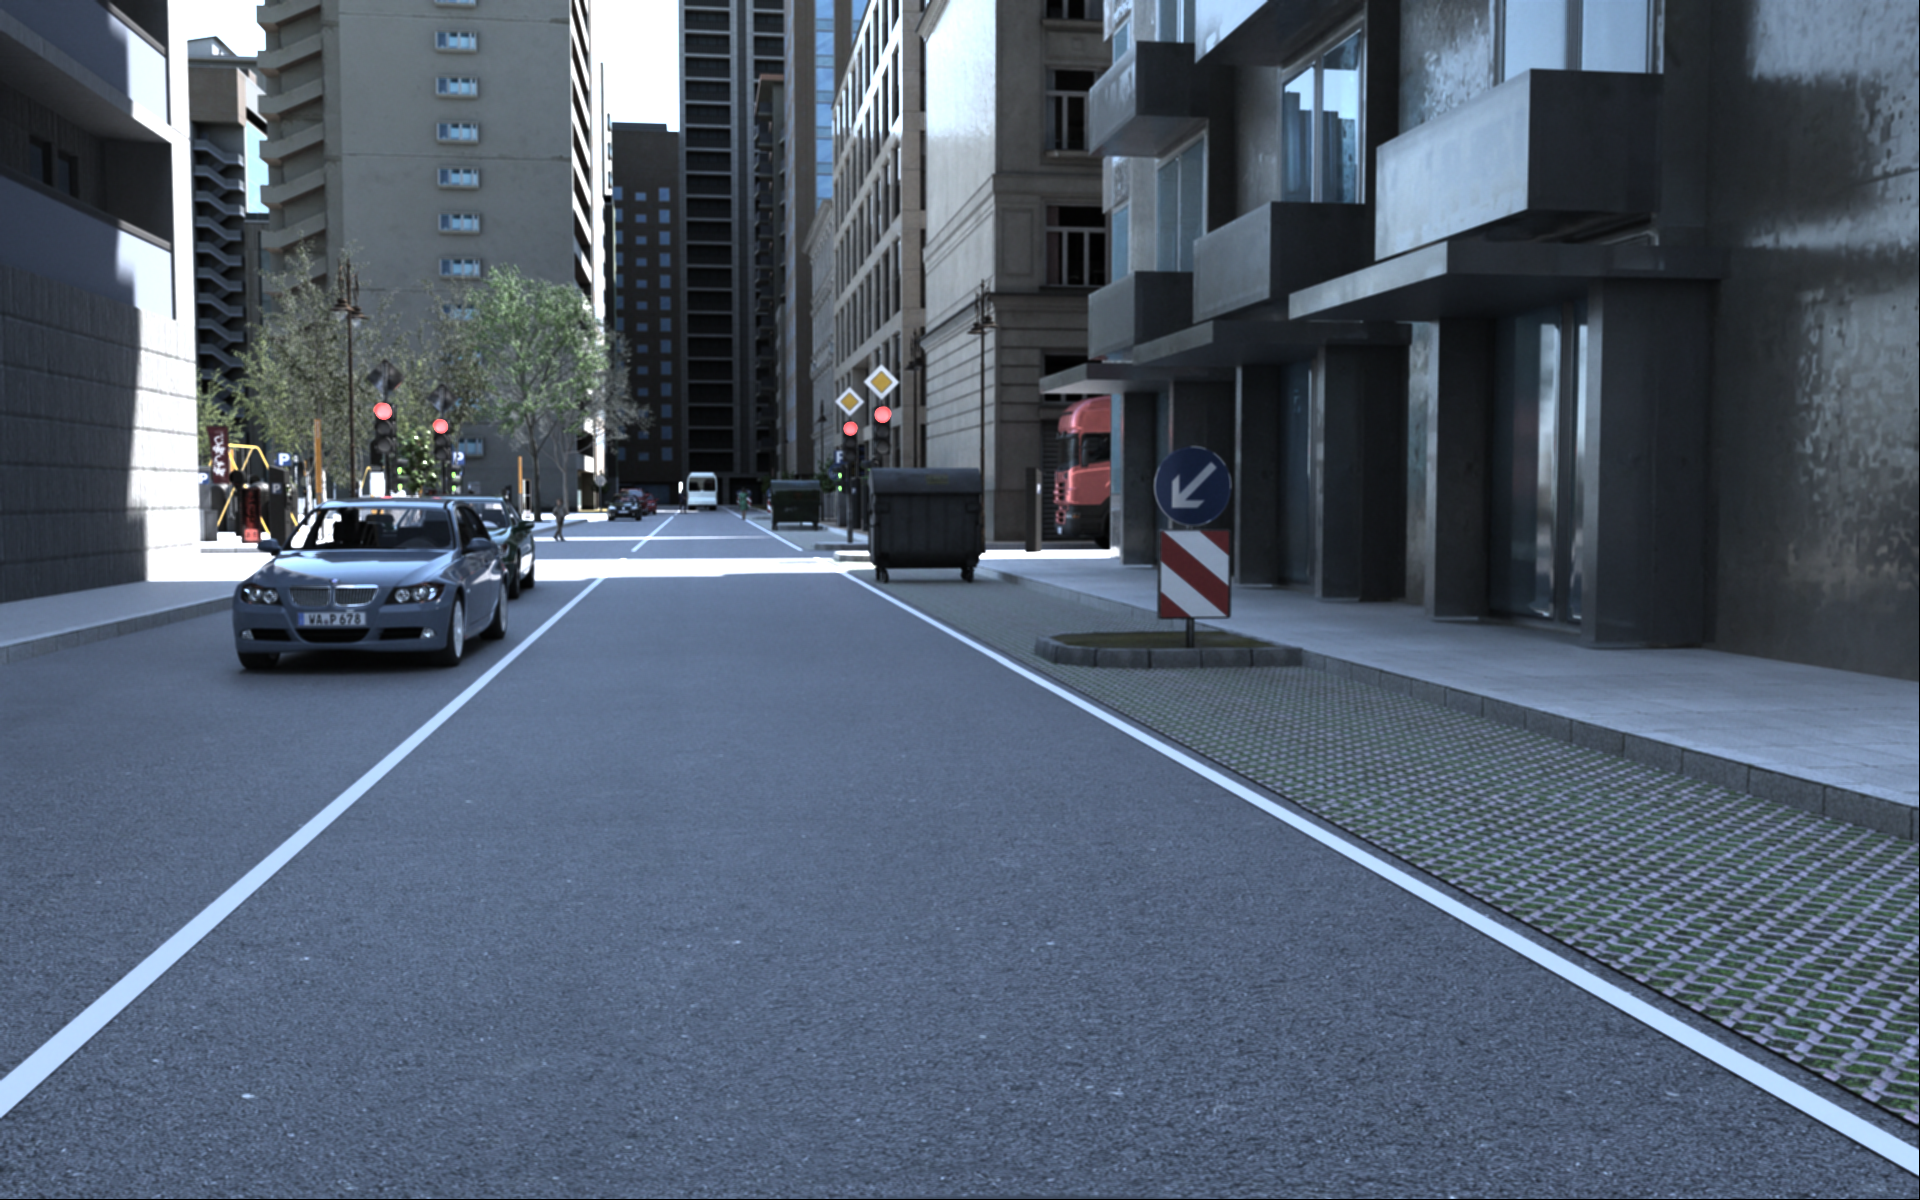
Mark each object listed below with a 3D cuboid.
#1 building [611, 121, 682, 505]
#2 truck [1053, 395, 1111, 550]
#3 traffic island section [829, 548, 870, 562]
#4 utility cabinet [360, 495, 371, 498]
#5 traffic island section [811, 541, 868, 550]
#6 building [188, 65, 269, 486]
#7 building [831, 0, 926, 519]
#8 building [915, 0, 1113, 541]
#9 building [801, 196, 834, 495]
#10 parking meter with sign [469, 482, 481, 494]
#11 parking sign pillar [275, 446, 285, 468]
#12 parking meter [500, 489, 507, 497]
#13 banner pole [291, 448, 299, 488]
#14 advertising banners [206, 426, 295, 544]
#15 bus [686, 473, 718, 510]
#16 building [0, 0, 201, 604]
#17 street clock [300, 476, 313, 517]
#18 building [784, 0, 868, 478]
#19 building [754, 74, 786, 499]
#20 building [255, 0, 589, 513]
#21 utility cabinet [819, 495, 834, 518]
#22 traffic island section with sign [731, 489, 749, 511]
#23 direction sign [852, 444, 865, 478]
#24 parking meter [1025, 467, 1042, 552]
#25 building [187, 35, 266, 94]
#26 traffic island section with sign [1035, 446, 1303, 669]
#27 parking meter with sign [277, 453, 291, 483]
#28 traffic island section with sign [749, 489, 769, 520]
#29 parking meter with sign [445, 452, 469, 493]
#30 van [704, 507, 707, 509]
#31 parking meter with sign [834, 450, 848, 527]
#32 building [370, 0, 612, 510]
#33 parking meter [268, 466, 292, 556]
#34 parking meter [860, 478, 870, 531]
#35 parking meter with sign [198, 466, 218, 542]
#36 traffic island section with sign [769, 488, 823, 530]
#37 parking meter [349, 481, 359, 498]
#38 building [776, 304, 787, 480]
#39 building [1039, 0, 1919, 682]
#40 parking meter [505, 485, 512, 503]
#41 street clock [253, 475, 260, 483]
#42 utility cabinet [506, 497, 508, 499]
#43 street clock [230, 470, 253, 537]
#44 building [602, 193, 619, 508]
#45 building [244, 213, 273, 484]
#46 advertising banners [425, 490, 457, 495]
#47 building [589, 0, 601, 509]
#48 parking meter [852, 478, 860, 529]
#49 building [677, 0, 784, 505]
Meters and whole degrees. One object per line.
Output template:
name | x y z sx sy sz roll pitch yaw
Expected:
building | -40.681 -34.111 207.820 14.200 45.320 14.600 -1 4 -9
truck | 7.385 -3.328 43.332 11.283 4.237 2.839 0 4 -7
traffic island section | -1.674 -0.934 37.558 2.009 0.180 2.903 -1 4 -9
utility cabinet | -26.220 -4.043 77.266 1.020 1.237 0.306 1 4 9
traffic island section | -2.865 -1.417 45.454 2.009 0.180 2.903 -1 4 -9
building | -79.444 -32.304 178.277 14.200 45.320 14.600 -1 4 -9
building | 4.760 -17.089 83.918 19.350 26.468 34.151 -1 4 -9
building | 13.917 -13.596 55.573 30.059 22.955 16.112 -1 4 -9
building | -3.696 -16.790 110.675 11.583 22.565 21.152 -1 4 -9
parking meter with sign | -31.228 -7.048 111.495 1.738 3.016 0.543 -2 4 -33
parking sign pillar | -38.169 -6.650 97.198 1.447 3.967 1.447 -1 4 -12
parking meter | -23.820 -5.016 90.428 0.372 1.533 0.369 0 3 0
banner pole | -35.644 -6.286 92.786 0.401 3.779 0.863 1 4 9
advertising banners | -18.332 -2.973 44.793 2.074 3.025 0.090 -2 4 -27
bus | -23.168 -9.839 155.721 2.948 3.499 13.247 -1 4 -8
building | -25.639 -29.244 20.147 28.212 58.520 21.231 -1 4 -9
street clock | -26.183 -3.966 69.422 0.471 2.002 0.358 1 4 22
building | -5.939 -29.402 130.825 14.600 45.320 14.200 -1 4 -9
building | -10.123 -32.202 181.119 22.147 44.769 28.867 -1 4 -9
building | -38.391 -30.737 126.248 21.300 48.544 21.600 -1 4 -9
utility cabinet | -7.325 -5.047 93.687 1.020 1.237 0.306 -2 4 -31
traffic island section with sign | -18.046 -8.408 146.105 1.989 1.847 2.006 -1 4 -9
direction sign | -4.704 -5.315 78.894 0.876 3.537 0.379 -3 4 -36
parking meter | 1.624 -1.988 38.213 0.255 1.863 0.399 2 4 25
building | -77.279 -37.939 209.533 27.495 52.752 28.713 -1 4 -9
traffic island section with sign | 1.712 -0.395 15.094 1.989 1.847 2.006 -1 4 -9
parking meter with sign | -28.355 -4.677 72.732 0.543 3.016 1.738 -1 4 -21
traffic island section with sign | -10.602 -5.391 96.778 1.989 1.847 2.006 -1 4 -9
parking meter with sign | -20.620 -4.529 70.309 0.543 3.016 1.738 0 4 4
van | -26.124 -10.152 172.999 2.013 2.044 4.112 -1 4 -8
parking meter with sign | -4.615 -4.396 68.137 0.543 3.016 1.738 0 4 -8
building | -47.143 -33.987 179.392 21.600 48.544 21.300 -1 4 -9
parking meter | -14.034 -1.839 35.780 0.399 1.863 0.255 0 4 6
parking meter | -3.133 -3.297 59.624 0.399 1.863 0.255 -3 5 -45
parking meter with sign | -20.684 -3.102 46.972 1.738 3.016 0.543 3 5 43
traffic island section with sign | -6.582 -3.761 70.123 1.989 1.847 2.006 -1 4 -9
parking meter | -28.070 -4.560 80.270 0.399 1.863 0.255 -2 4 -31
building | -1.790 -18.892 153.926 27.650 21.520 28.899 -1 4 -9
building | 14.364 -24.635 22.392 23.786 49.044 30.456 -1 4 -9
parking meter | -29.665 -6.605 113.704 0.399 1.863 0.255 0 4 2
street clock | -27.006 -3.770 66.211 0.358 2.002 0.471 3 4 37
utility cabinet | -14.883 -2.723 55.686 0.306 1.237 1.020 1 4 12
street clock | -21.717 -2.911 52.168 0.471 2.002 0.358 1 4 9
building | -39.054 -23.718 159.488 14.160 30.474 14.107 -1 4 -9
building | -65.268 -24.997 180.407 14.107 30.474 14.160 -1 4 -9
advertising banners | -18.708 -3.983 61.306 2.074 3.025 0.090 1 4 19
building | -37.272 -30.254 144.768 14.600 45.320 14.200 -1 4 -9
parking meter | -3.824 -3.526 63.354 0.399 1.863 0.255 2 4 33
building | -23.862 -47.337 212.219 20.611 71.187 20.563 -1 4 -9
